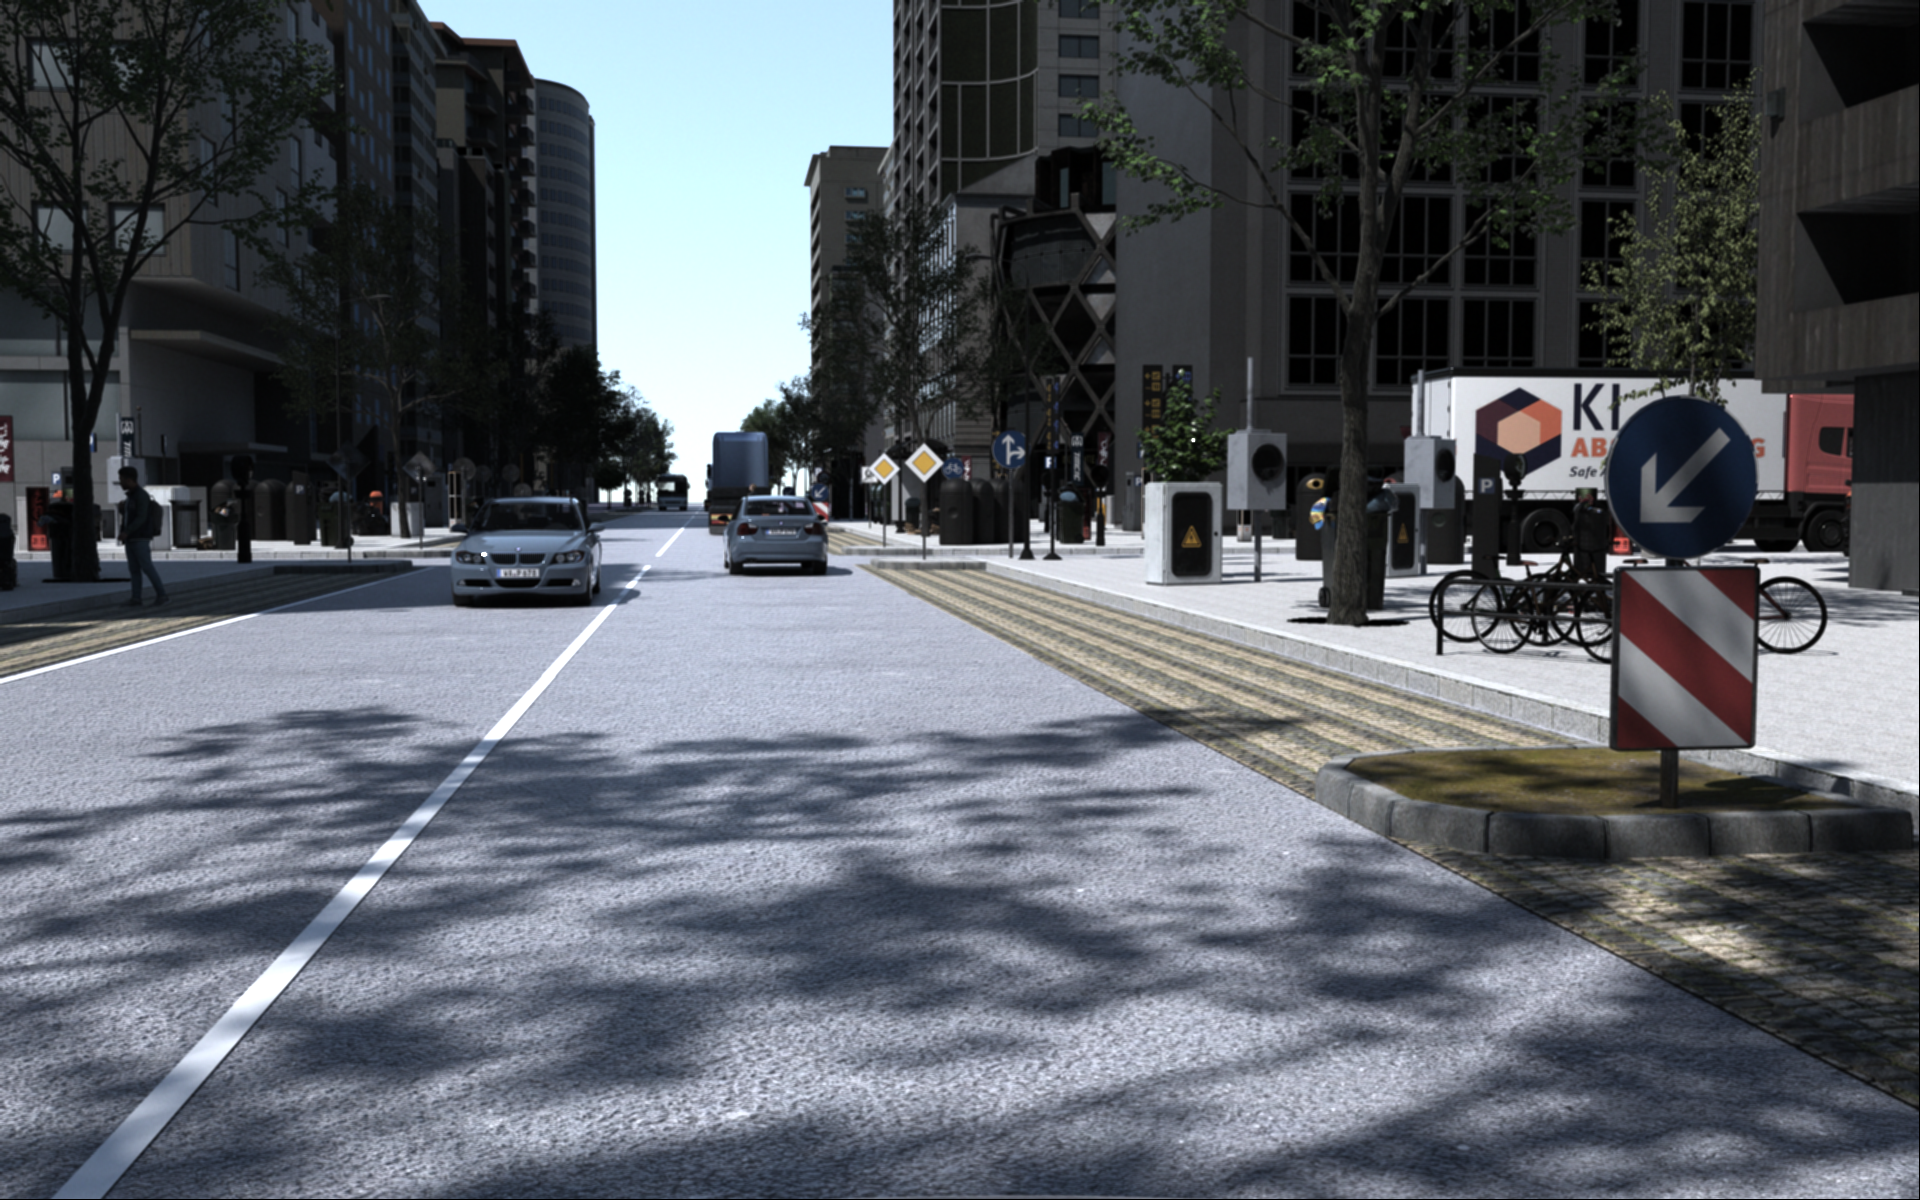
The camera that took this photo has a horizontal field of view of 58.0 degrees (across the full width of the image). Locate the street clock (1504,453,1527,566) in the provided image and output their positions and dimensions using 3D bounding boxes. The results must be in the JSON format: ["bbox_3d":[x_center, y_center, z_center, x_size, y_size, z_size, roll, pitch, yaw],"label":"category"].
[{"bbox_3d":[9.919,-1.615,30.978,0.358,2.002,0.471,3,5,43],"label":"street clock"}]

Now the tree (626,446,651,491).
[{"bbox_3d":[-41.485,-16.613,221.983,4.360,8.622,3.978,0,3,0],"label":"tree"}]

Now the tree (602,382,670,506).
[{"bbox_3d":[-36.475,-17.043,189.016,12.009,13.543,11.850,0,3,0],"label":"tree"}]

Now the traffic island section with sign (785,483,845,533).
[{"bbox_3d":[-5.346,-3.403,64.271,1.989,1.847,2.006,0,4,-8],"label":"traffic island section with sign"}]

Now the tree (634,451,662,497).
[{"bbox_3d":[-42.892,-17.448,235.641,4.737,8.622,4.395,0,3,0],"label":"tree"}]

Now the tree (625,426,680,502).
[{"bbox_3d":[-48.591,-21.610,270.330,9.611,12.733,9.660,0,3,0],"label":"tree"}]

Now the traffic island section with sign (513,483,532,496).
[{"bbox_3d":[-15.677,-3.278,62.216,1.989,1.847,2.006,0,4,-8],"label":"traffic island section with sign"}]

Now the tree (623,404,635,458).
[{"bbox_3d":[-24.597,-10.604,107.788,7.601,10.594,8.767,-1,4,-14],"label":"tree"}]

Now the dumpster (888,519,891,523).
[{"bbox_3d":[-2.825,-4.570,77.219,1.502,2.255,1.985,0,4,-8],"label":"dumpster"}]

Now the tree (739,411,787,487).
[{"bbox_3d":[-29.738,-21.462,257.551,9.857,13.997,8.962,0,3,0],"label":"tree"}]

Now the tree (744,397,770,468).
[{"bbox_3d":[-19.062,-15.646,181.561,9.928,11.665,9.643,0,3,0],"label":"tree"}]

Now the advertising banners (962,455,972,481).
[{"bbox_3d":[0.954,-4.992,77.803,2.074,3.025,0.090,2,4,32],"label":"advertising banners"}]

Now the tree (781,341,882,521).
[{"bbox_3d":[-5.298,-7.989,80.987,4.360,8.622,3.978,0,3,0],"label":"tree"}]

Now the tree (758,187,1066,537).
[{"bbox_3d":[-0.978,-7.195,52.055,8.767,10.594,7.601,0,4,5],"label":"tree"}]

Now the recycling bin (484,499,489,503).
[{"bbox_3d":[-23.482,-4.545,86.859,0.722,1.027,0.722,-3,5,-40],"label":"recycling bin"}]

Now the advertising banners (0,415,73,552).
[{"bbox_3d":[-20.550,-2.596,38.631,2.074,3.025,0.090,0,4,-5],"label":"advertising banners"}]

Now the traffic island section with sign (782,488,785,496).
[{"bbox_3d":[-9.123,-5.036,90.962,1.989,1.847,2.006,0,4,-8],"label":"traffic island section with sign"}]

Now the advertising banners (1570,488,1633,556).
[{"bbox_3d":[13.779,-2.440,36.082,2.074,3.025,0.090,3,5,40],"label":"advertising banners"}]

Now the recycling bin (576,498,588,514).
[{"bbox_3d":[-24.546,-6.093,112.176,0.722,1.027,0.722,1,4,10],"label":"recycling bin"}]

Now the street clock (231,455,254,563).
[{"bbox_3d":[-13.326,-1.690,32.209,0.358,2.002,0.471,0,4,3],"label":"street clock"}]

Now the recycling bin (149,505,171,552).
[{"bbox_3d":[-18.116,-1.610,38.884,0.722,1.027,0.722,-2,4,-24],"label":"recycling bin"}]

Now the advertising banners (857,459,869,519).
[{"bbox_3d":[-4.525,-5.602,87.775,0.090,3.025,2.074,3,4,39],"label":"advertising banners"}]

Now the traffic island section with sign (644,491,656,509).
[{"bbox_3d":[-30.435,-9.625,165.988,1.989,1.847,2.006,0,4,-8],"label":"traffic island section with sign"}]

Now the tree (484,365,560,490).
[{"bbox_3d":[-23.512,-8.815,94.482,4.360,8.622,3.978,0,3,0],"label":"tree"}]

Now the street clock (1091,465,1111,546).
[{"bbox_3d":[3.470,-2.334,42.728,0.471,2.002,0.358,1,4,15],"label":"street clock"}]

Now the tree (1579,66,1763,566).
[{"bbox_3d":[13.132,-4.917,30.760,4.737,8.622,4.395,0,3,0],"label":"tree"}]

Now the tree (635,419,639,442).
[{"bbox_3d":[-26.067,-11.412,121.006,8.767,10.594,7.601,1,4,17],"label":"tree"}]

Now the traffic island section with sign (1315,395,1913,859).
[{"bbox_3d":[2.695,0.055,7.728,1.989,1.847,2.006,0,4,-8],"label":"traffic island section with sign"}]

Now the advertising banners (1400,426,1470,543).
[{"bbox_3d":[12.311,-2.980,44.912,2.074,3.025,0.090,-1,4,-16],"label":"advertising banners"}]

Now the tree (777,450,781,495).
[{"bbox_3d":[-8.155,-9.493,105.566,4.360,8.622,3.978,0,3,0],"label":"tree"}]

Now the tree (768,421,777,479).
[{"bbox_3d":[-18.326,-13.670,173.874,4.360,8.622,3.978,0,3,0],"label":"tree"}]

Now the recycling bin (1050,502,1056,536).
[{"bbox_3d":[3.207,-2.459,52.753,0.722,1.027,0.722,-2,4,-30],"label":"recycling bin"}]

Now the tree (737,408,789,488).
[{"bbox_3d":[-26.679,-19.008,228.902,7.486,12.596,7.792,0,3,0],"label":"tree"}]

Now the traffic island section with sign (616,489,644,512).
[{"bbox_3d":[-26.581,-7.970,138.929,1.989,1.847,2.006,0,4,-8],"label":"traffic island section with sign"}]

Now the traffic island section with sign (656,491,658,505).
[{"bbox_3d":[-37.973,-12.870,219.056,1.989,1.847,2.006,0,4,-8],"label":"traffic island section with sign"}]

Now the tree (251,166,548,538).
[{"bbox_3d":[-16.476,-7.074,50.066,7.601,10.594,8.767,0,4,-7],"label":"tree"}]

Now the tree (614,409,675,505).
[{"bbox_3d":[-38.422,-17.300,208.614,9.928,11.665,9.643,0,3,0],"label":"tree"}]

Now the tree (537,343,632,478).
[{"bbox_3d":[-28.395,-12.963,130.066,7.486,12.596,7.792,0,3,0],"label":"tree"}]

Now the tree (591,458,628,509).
[{"bbox_3d":[-30.663,-10.255,151.378,4.285,4.588,4.351,0,3,0],"label":"tree"}]

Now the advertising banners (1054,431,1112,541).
[{"bbox_3d":[3.413,-3.167,47.961,2.074,3.025,0.090,-3,4,-36],"label":"advertising banners"}]

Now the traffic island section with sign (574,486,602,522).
[{"bbox_3d":[-19.515,-4.932,89.263,1.989,1.847,2.006,0,4,-8],"label":"traffic island section with sign"}]

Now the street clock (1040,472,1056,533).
[{"bbox_3d":[2.926,-3.240,57.538,0.471,2.002,0.358,-2,4,-23],"label":"street clock"}]

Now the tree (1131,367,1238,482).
[{"bbox_3d":[3.354,-1.957,26.601,1.663,3.219,1.824,0,3,0],"label":"tree"}]

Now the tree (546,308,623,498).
[{"bbox_3d":[-20.890,-8.932,80.453,8.767,10.594,7.601,-1,4,-20],"label":"tree"}]

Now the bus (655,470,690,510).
[{"bbox_3d":[-25.669,-9.781,154.779,2.948,3.499,13.247,-1,4,-9],"label":"bus"}]

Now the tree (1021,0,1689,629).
[{"bbox_3d":[3.935,-5.558,16.630,9.928,11.665,9.643,0,3,0],"label":"tree"}]

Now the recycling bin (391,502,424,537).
[{"bbox_3d":[-16.655,-2.425,52.208,0.722,1.027,0.722,1,4,13],"label":"recycling bin"}]

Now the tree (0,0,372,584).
[{"bbox_3d":[-12.628,-6.072,25.026,9.928,11.665,9.643,0,3,0],"label":"tree"}]

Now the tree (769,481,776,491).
[{"bbox_3d":[-30.556,-17.329,267.034,4.285,4.588,4.351,0,3,0],"label":"tree"}]
